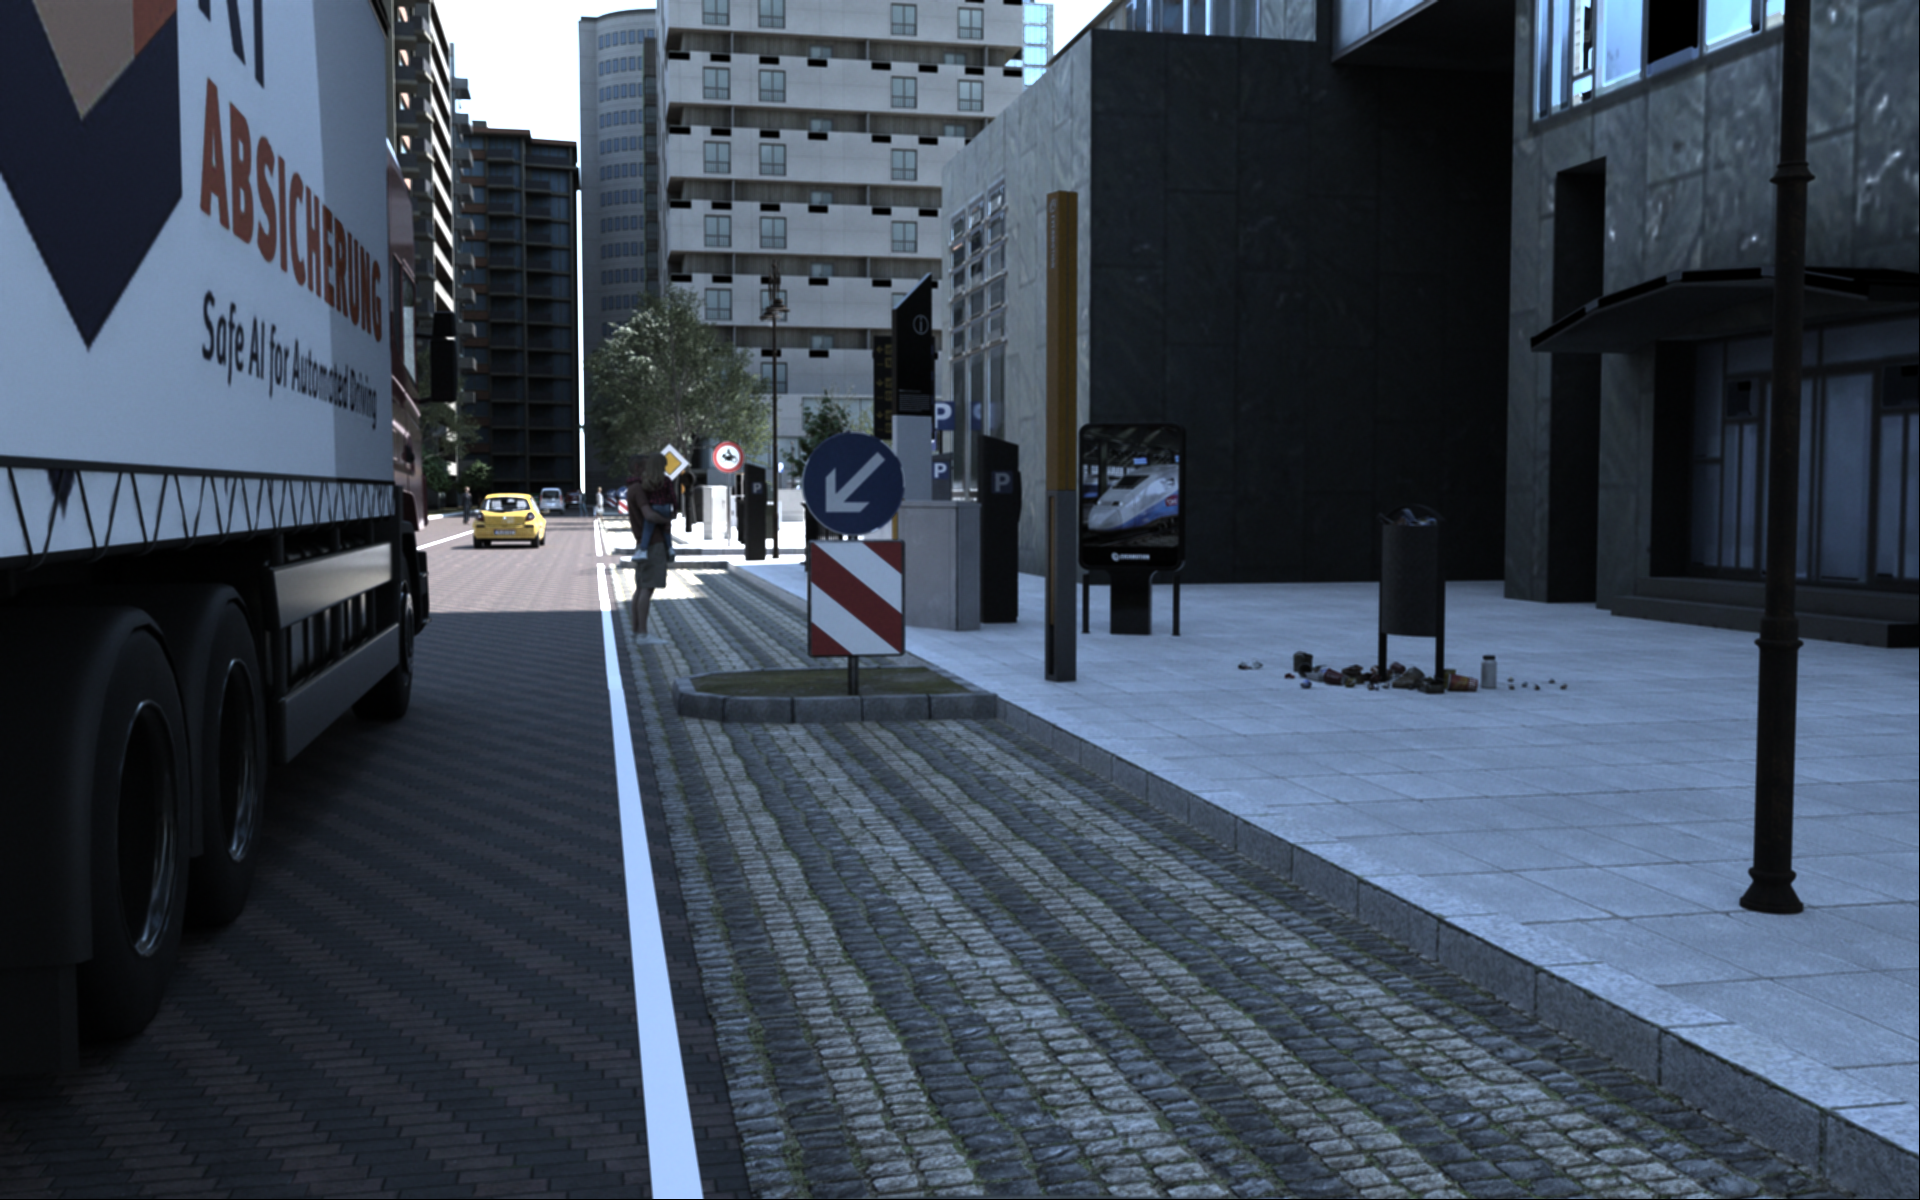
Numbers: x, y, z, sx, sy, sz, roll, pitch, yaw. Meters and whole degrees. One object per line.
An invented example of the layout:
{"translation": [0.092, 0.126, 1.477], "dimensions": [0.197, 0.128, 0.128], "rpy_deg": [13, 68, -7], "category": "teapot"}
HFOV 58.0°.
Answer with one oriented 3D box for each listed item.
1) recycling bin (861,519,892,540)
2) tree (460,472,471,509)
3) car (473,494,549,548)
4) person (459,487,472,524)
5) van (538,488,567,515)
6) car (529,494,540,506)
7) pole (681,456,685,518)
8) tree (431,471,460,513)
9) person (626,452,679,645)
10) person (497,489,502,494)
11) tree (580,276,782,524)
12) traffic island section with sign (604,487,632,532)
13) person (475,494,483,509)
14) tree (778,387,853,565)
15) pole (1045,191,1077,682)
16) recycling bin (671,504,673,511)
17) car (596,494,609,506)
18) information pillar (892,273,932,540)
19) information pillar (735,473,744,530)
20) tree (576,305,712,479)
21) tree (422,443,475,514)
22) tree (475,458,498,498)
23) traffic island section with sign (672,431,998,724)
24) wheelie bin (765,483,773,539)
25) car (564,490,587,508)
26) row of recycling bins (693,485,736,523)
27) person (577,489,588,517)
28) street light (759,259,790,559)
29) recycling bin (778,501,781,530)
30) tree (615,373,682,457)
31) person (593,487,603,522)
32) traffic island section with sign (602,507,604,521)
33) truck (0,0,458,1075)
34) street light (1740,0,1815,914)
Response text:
{"translation": [-1.612, -1.365, 34.880], "dimensions": [0.722, 1.027, 0.722], "rpy_deg": [-1, 4, -8], "category": "recycling bin"}
{"translation": [-43.795, -9.666, 152.636], "dimensions": [1.663, 3.219, 1.824], "rpy_deg": [0, 3, 0], "category": "tree"}
{"translation": [-12.256, -2.262, 47.215], "dimensions": [2.015, 1.641, 3.980], "rpy_deg": [-1, 4, -10], "category": "car"}
{"translation": [-23.438, -4.476, 82.098], "dimensions": [0.534, 1.772, 0.576], "rpy_deg": [1, 4, 12], "category": "person"}
{"translation": [-28.535, -6.982, 121.161], "dimensions": [2.013, 2.044, 4.112], "rpy_deg": [-1, 4, -11], "category": "van"}
{"translation": [-43.527, -10.310, 177.371], "dimensions": [1.959, 1.807, 4.718], "rpy_deg": [-1, 4, -11], "category": "car"}
{"translation": [-14.794, -6.033, 92.481], "dimensions": [0.158, 3.312, 0.155], "rpy_deg": [0, 3, 0], "category": "pole"}
{"translation": [-35.886, -7.667, 119.962], "dimensions": [1.663, 3.219, 1.824], "rpy_deg": [0, 3, 0], "category": "tree"}
{"translation": [-2.959, -0.491, 16.495], "dimensions": [0.580, 1.828, 0.573], "rpy_deg": [2, 4, 23], "category": "person"}
{"translation": [-39.355, -8.536, 148.074], "dimensions": [1.348, 1.824, 0.705], "rpy_deg": [0, 4, -4], "category": "person"}
{"translation": [-11.567, -8.530, 73.883], "dimensions": [8.767, 10.594, 7.601], "rpy_deg": [-2, 4, -35], "category": "tree"}
{"translation": [-12.453, -3.516, 66.107], "dimensions": [1.989, 1.847, 2.006], "rpy_deg": [-1, 4, -12], "category": "traffic island section with sign"}
{"translation": [-34.164, -6.812, 123.131], "dimensions": [0.557, 1.426, 1.065], "rpy_deg": [-3, 5, -43], "category": "person"}
{"translation": [-2.529, -2.254, 31.450], "dimensions": [1.663, 3.219, 1.824], "rpy_deg": [0, 3, 0], "category": "tree"}
{"translation": [0.691, -1.099, 11.813], "dimensions": [0.158, 3.312, 0.155], "rpy_deg": [0, 3, 0], "category": "pole"}
{"translation": [-15.984, -5.026, 94.723], "dimensions": [0.722, 1.027, 0.722], "rpy_deg": [-2, 4, -32], "category": "recycling bin"}
{"translation": [-37.150, -10.364, 181.461], "dimensions": [2.014, 1.417, 4.499], "rpy_deg": [-1, 4, -12], "category": "car"}
{"translation": [-0.495, -1.650, 18.331], "dimensions": [0.504, 3.616, 0.183], "rpy_deg": [-3, 5, -39], "category": "information pillar"}
{"translation": [-7.781, -3.496, 61.659], "dimensions": [0.304, 2.012, 0.304], "rpy_deg": [2, 4, 30], "category": "information pillar"}
{"translation": [-20.641, -12.663, 113.690], "dimensions": [9.857, 13.997, 8.962], "rpy_deg": [0, 3, 0], "category": "tree"}
{"translation": [-34.494, -7.805, 111.321], "dimensions": [4.285, 4.588, 4.351], "rpy_deg": [0, 3, 0], "category": "tree"}
{"translation": [-43.716, -10.629, 157.494], "dimensions": [4.285, 4.588, 4.351], "rpy_deg": [0, 3, 0], "category": "tree"}
{"translation": [-0.931, -0.189, 11.719], "dimensions": [1.989, 1.847, 2.006], "rpy_deg": [-1, 4, -12], "category": "traffic island section with sign"}
{"translation": [-5.688, -2.529, 49.263], "dimensions": [0.980, 1.594, 0.693], "rpy_deg": [-3, 5, -43], "category": "wheelie bin"}
{"translation": [-39.009, -10.209, 175.595], "dimensions": [2.281, 1.827, 5.304], "rpy_deg": [-1, 4, -12], "category": "car"}
{"translation": [-10.559, -4.389, 78.871], "dimensions": [3.534, 1.692, 1.069], "rpy_deg": [-2, 4, -35], "category": "row of recycling bins"}
{"translation": [-23.803, -6.129, 109.052], "dimensions": [0.623, 1.781, 0.721], "rpy_deg": [1, 4, 20], "category": "person"}
{"translation": [-3.653, -3.755, 34.175], "dimensions": [0.468, 5.910, 1.993], "rpy_deg": [-1, 4, -12], "category": "street light"}
{"translation": [-6.724, -2.989, 61.426], "dimensions": [0.722, 1.027, 0.722], "rpy_deg": [-1, 4, -9], "category": "recycling bin"}
{"translation": [-17.983, -9.296, 102.359], "dimensions": [4.360, 8.622, 3.978], "rpy_deg": [0, 3, 0], "category": "tree"}
{"translation": [-18.742, -4.952, 89.825], "dimensions": [0.624, 1.780, 0.694], "rpy_deg": [-1, 4, -20], "category": "person"}
{"translation": [-18.061, -5.128, 92.475], "dimensions": [1.989, 1.847, 2.006], "rpy_deg": [-1, 4, -12], "category": "traffic island section with sign"}
{"translation": [-3.990, -1.139, 7.535], "dimensions": [2.839, 4.237, 11.283], "rpy_deg": [-1, 4, -12], "category": "truck"}
{"translation": [2.517, -1.982, 5.194], "dimensions": [0.468, 5.910, 1.993], "rpy_deg": [-1, 4, -12], "category": "street light"}
